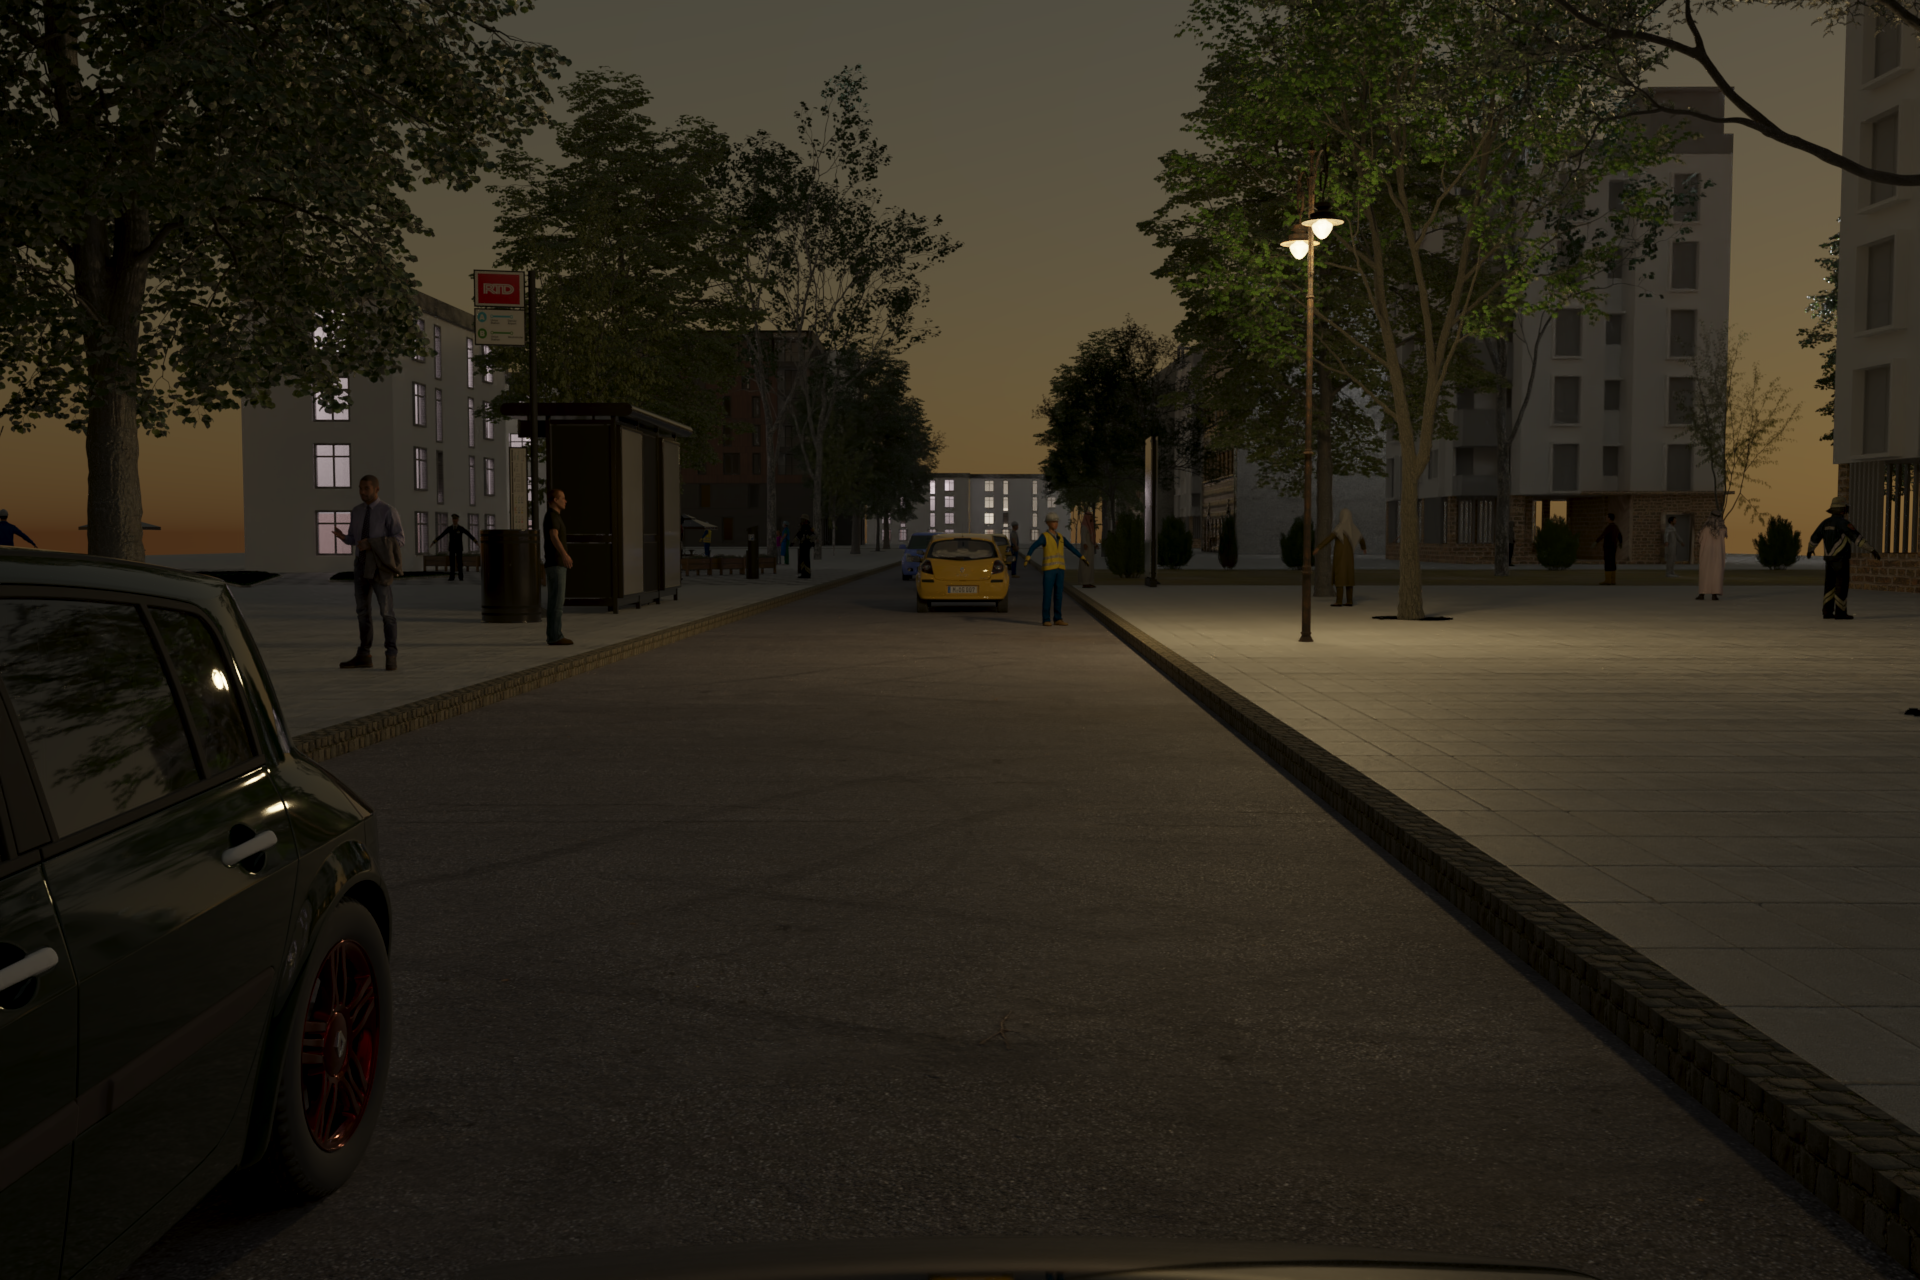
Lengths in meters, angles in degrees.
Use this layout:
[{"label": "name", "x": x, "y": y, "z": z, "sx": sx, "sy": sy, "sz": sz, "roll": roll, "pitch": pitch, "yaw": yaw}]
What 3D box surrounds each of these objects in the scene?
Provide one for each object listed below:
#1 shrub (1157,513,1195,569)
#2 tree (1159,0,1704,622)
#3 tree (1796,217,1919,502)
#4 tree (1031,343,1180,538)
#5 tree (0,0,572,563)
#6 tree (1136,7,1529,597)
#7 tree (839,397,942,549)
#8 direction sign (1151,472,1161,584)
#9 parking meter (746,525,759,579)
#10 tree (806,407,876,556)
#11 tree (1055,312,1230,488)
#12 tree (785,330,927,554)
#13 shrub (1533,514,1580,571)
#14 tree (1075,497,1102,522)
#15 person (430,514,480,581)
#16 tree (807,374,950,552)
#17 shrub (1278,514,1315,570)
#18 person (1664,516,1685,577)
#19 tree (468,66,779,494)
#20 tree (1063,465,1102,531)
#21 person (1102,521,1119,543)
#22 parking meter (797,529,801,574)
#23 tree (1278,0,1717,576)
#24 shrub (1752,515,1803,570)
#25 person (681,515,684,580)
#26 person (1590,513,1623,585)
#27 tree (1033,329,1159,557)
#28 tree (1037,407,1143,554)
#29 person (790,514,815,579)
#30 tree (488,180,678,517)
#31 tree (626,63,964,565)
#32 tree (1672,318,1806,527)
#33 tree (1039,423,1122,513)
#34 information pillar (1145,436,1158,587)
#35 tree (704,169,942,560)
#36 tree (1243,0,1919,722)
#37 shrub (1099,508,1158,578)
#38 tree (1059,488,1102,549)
[{"label": "shrub", "x": 7.723, "y": -3.605, "z": 62.979, "sx": 1.661, "sy": 2.075, "sz": 1.752, "roll": 0, "pitch": 3, "yaw": 0}, {"label": "tree", "x": 6.823, "y": -6.114, "z": 25.723, "sx": 9.928, "sy": 11.665, "sz": 9.643, "roll": 0, "pitch": 3, "yaw": 0}, {"label": "tree", "x": 29.644, "y": -8.808, "z": 50.661, "sx": 9.857, "sy": 13.997, "sz": 8.962, "roll": 0, "pitch": 3, "yaw": 0}, {"label": "tree", "x": 7.366, "y": -9.207, "z": 84.949, "sx": 7.601, "sy": 10.594, "sz": 8.767, "roll": 1, "pitch": 4, "yaw": 23}, {"label": "tree", "x": -8.504, "y": -6.738, "z": 16.816, "sx": 9.857, "sy": 13.997, "sz": 8.962, "roll": 0, "pitch": 3, "yaw": 0}, {"label": "tree", "x": 7.374, "y": -7.133, "z": 34.757, "sx": 7.486, "sy": 12.596, "sz": 7.792, "roll": 0, "pitch": 3, "yaw": 0}, {"label": "tree", "x": -6.281, "y": -14.701, "z": 147.020, "sx": 9.857, "sy": 13.997, "sz": 8.962, "roll": 0, "pitch": 3, "yaw": 0}, {"label": "direction sign", "x": 4.953, "y": -3.194, "z": 44.222, "sx": 0.379, "sy": 3.537, "sz": 0.876, "roll": 0, "pitch": 4, "yaw": -1}, {"label": "parking meter", "x": -5.913, "y": -2.503, "z": 49.330, "sx": 0.372, "sy": 1.533, "sz": 0.369, "roll": 0, "pitch": 3, "yaw": 0}, {"label": "tree", "x": -7.159, "y": -9.209, "z": 100.929, "sx": 4.737, "sy": 8.622, "sz": 4.395, "roll": 0, "pitch": 3, "yaw": 0}, {"label": "tree", "x": 7.968, "y": -8.485, "z": 73.145, "sx": 7.601, "sy": 10.594, "sz": 8.767, "roll": 2, "pitch": 4, "yaw": 25}, {"label": "tree", "x": -6.674, "y": -12.428, "z": 109.859, "sx": 9.857, "sy": 13.997, "sz": 8.962, "roll": 0, "pitch": 3, "yaw": 0}, {"label": "shrub", "x": 21.014, "y": -3.462, "z": 61.019, "sx": 1.690, "sy": 2.028, "sz": 1.600, "roll": 0, "pitch": 3, "yaw": 0}, {"label": "tree", "x": 18.216, "y": -17.672, "z": 239.304, "sx": 4.360, "sy": 8.622, "sz": 3.978, "roll": 0, "pitch": 3, "yaw": 0}, {"label": "person", "x": -13.826, "y": -2.541, "z": 47.473, "sx": 1.347, "sy": 1.837, "sz": 0.705, "roll": 0, "pitch": 4, "yaw": -4}, {"label": "tree", "x": -5.925, "y": -13.271, "z": 127.352, "sx": 12.009, "sy": 13.543, "sz": 11.850, "roll": 0, "pitch": 3, "yaw": 0}, {"label": "shrub", "x": 12.111, "y": -3.486, "z": 61.411, "sx": 1.690, "sy": 2.028, "sz": 1.600, "roll": 0, "pitch": 3, "yaw": 0}, {"label": "person", "x": 21.249, "y": -2.781, "z": 51.653, "sx": 0.705, "sy": 1.806, "sz": 1.347, "roll": 3, "pitch": 5, "yaw": 43}, {"label": "tree", "x": -8.456, "y": -7.652, "z": 43.234, "sx": 7.486, "sy": 12.596, "sz": 7.792, "roll": 0, "pitch": 3, "yaw": 0}, {"label": "tree", "x": 8.402, "y": -10.352, "z": 119.615, "sx": 4.737, "sy": 8.622, "sz": 4.395, "roll": 0, "pitch": 3, "yaw": 0}, {"label": "person", "x": 5.696, "y": -3.440, "z": 62.516, "sx": 1.348, "sy": 1.796, "sz": 0.705, "roll": 3, "pitch": 5, "yaw": 44}, {"label": "parking meter", "x": -5.085, "y": -2.919, "z": 56.140, "sx": 0.372, "sy": 1.533, "sz": 0.369, "roll": 0, "pitch": 3, "yaw": 0}, {"label": "tree", "x": 15.404, "y": -11.958, "z": 51.406, "sx": 12.611, "sy": 20.169, "sz": 13.585, "roll": 0, "pitch": 3, "yaw": 0}, {"label": "shrub", "x": 29.413, "y": -3.541, "z": 62.314, "sx": 1.690, "sy": 2.028, "sz": 1.600, "roll": 0, "pitch": 3, "yaw": 0}, {"label": "person", "x": -7.818, "y": -2.554, "z": 47.908, "sx": 0.704, "sy": 1.843, "sz": 1.345, "roll": 0, "pitch": 4, "yaw": -6}, {"label": "person", "x": 16.368, "y": -2.296, "z": 43.682, "sx": 1.346, "sy": 1.812, "sz": 0.704, "roll": -3, "pitch": 4, "yaw": -38}, {"label": "tree", "x": 7.711, "y": -10.897, "z": 96.293, "sx": 7.486, "sy": 12.596, "sz": 7.792, "roll": 0, "pitch": 3, "yaw": 0}, {"label": "tree", "x": 8.258, "y": -10.723, "z": 109.729, "sx": 7.601, "sy": 10.594, "sz": 8.767, "roll": -2, "pitch": 4, "yaw": -30}, {"label": "person", "x": -4.479, "y": -2.695, "z": 49.837, "sx": 0.705, "sy": 1.856, "sz": 1.354, "roll": -2, "pitch": 4, "yaw": -34}, {"label": "tree", "x": -8.148, "y": -5.292, "z": 36.891, "sx": 4.737, "sy": 8.622, "sz": 4.395, "roll": 0, "pitch": 3, "yaw": 0}, {"label": "tree", "x": -6.714, "y": -13.094, "z": 69.978, "sx": 12.611, "sy": 20.169, "sz": 13.585, "roll": 0, "pitch": 3, "yaw": 0}, {"label": "tree", "x": 26.036, "y": -6.661, "z": 59.270, "sx": 4.360, "sy": 8.622, "sz": 3.978, "roll": 0, "pitch": 3, "yaw": 0}, {"label": "tree", "x": 9.062, "y": -11.817, "z": 127.617, "sx": 7.601, "sy": 10.594, "sz": 8.767, "roll": -3, "pitch": 5, "yaw": -40}, {"label": "information pillar", "x": 4.686, "y": -3.128, "z": 42.456, "sx": 0.184, "sy": 3.620, "sz": 1.656, "roll": 0, "pitch": 4, "yaw": 2}, {"label": "tree", "x": -7.015, "y": -14.145, "z": 87.166, "sx": 12.611, "sy": 20.169, "sz": 13.585, "roll": 0, "pitch": 3, "yaw": 0}, {"label": "tree", "x": 7.253, "y": -6.193, "z": 11.620, "sx": 12.009, "sy": 13.543, "sz": 11.850, "roll": 0, "pitch": 3, "yaw": 0}, {"label": "shrub", "x": 4.932, "y": -2.846, "z": 50.569, "sx": 1.661, "sy": 2.075, "sz": 1.752, "roll": 0, "pitch": 3, "yaw": 0}, {"label": "tree", "x": 9.550, "y": -11.587, "z": 139.809, "sx": 4.737, "sy": 8.622, "sz": 4.395, "roll": 0, "pitch": 3, "yaw": 0}]
